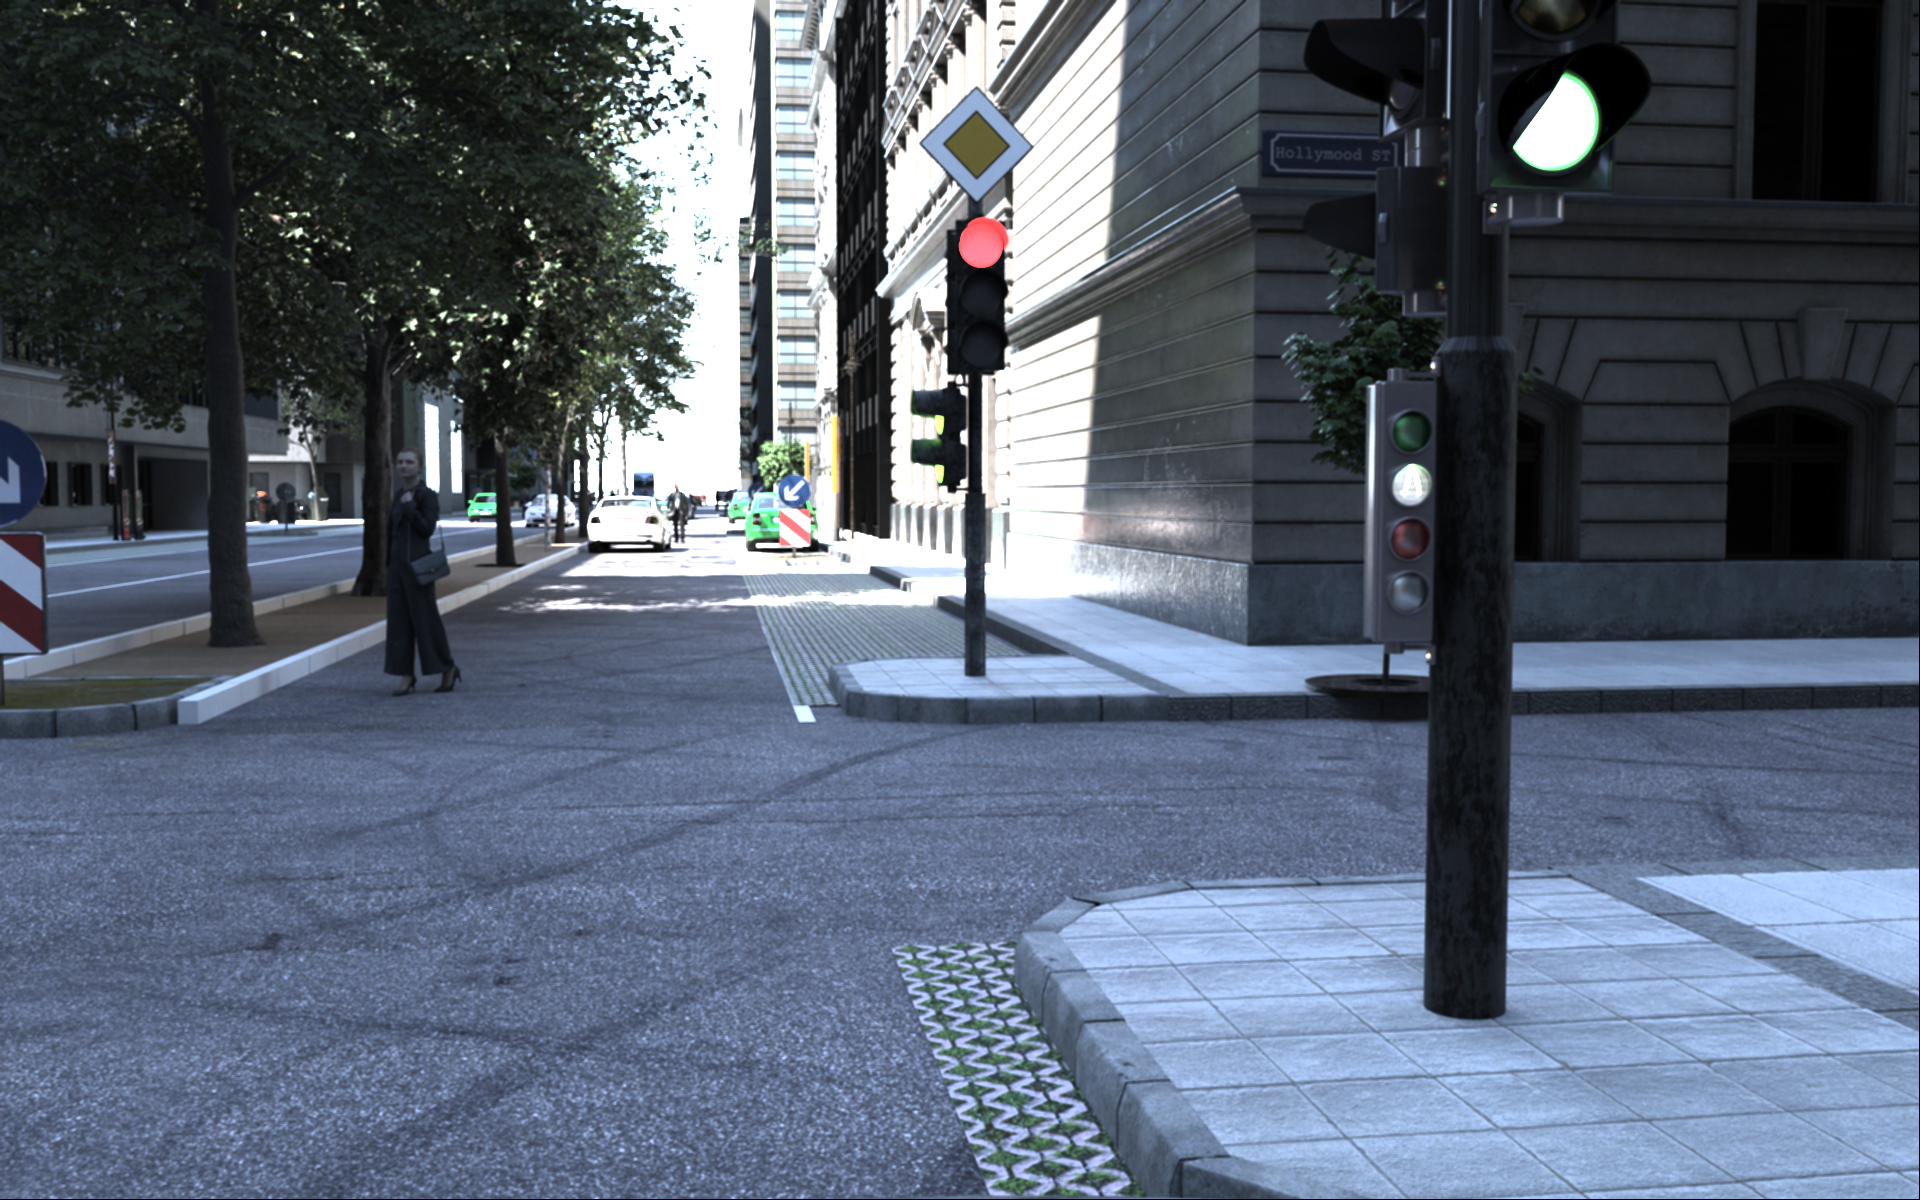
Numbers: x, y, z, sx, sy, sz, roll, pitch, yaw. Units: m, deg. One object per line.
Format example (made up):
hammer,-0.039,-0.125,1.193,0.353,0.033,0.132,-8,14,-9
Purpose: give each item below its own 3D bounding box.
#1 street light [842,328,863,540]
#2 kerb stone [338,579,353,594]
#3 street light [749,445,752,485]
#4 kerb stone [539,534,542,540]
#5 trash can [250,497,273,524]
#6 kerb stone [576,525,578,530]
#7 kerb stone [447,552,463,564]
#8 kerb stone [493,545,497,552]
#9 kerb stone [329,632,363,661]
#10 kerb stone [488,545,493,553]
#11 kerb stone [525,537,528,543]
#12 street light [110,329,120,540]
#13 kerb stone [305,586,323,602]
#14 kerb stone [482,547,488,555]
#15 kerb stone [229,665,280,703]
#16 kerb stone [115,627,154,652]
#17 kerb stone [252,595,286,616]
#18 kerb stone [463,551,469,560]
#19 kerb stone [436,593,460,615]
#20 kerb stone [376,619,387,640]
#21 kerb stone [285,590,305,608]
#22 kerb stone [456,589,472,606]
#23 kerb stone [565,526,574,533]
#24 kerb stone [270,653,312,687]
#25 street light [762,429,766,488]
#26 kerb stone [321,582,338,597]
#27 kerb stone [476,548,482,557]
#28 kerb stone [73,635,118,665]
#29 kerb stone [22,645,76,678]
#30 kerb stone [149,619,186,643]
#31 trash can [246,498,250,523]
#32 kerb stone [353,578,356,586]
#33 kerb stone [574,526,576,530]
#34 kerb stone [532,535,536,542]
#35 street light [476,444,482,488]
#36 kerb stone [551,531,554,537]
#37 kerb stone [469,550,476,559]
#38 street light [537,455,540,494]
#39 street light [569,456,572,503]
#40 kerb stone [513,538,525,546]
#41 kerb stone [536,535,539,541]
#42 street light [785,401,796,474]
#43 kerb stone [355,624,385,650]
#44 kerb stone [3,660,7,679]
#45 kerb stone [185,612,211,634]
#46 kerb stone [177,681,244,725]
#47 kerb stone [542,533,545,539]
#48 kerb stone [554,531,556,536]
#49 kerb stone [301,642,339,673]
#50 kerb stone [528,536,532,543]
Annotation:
street light,-3.010,-4.624,48.396,0.468,5.910,1.993,-1,4,-8
kerb stone,-8.999,-0.178,25.113,0.120,0.150,1.000,-1,4,-8
street light,-19.535,-11.559,161.771,0.468,5.910,1.993,-1,4,-8
kerb stone,-13.104,-1.918,53.548,0.120,0.150,1.000,-1,4,-8
trash can,-30.255,-3.894,75.317,0.748,1.137,0.748,0,3,0
kerb stone,-15.152,-2.786,67.778,0.120,0.150,1.000,-1,4,-8
kerb stone,-10.607,-0.862,36.297,0.120,0.150,1.000,-1,4,-8
kerb stone,-11.493,-1.235,42.395,0.120,0.150,1.000,-1,4,-8
kerb stone,-5.461,0.421,15.315,0.120,0.150,1.000,-1,4,-8
kerb stone,-11.349,-1.174,41.383,0.120,0.150,1.000,-1,4,-8
kerb stone,-12.529,-1.670,49.495,0.120,0.150,1.000,-1,4,-8
street light,-23.480,-4.601,48.012,0.468,5.910,1.993,-1,4,-8
kerb stone,-8.703,-0.050,23.080,0.120,0.150,1.000,-1,4,-8
kerb stone,-11.199,-1.108,40.373,0.120,0.150,1.000,-1,4,-8
kerb stone,-5.023,0.607,12.274,0.120,0.150,1.000,-1,4,-8
kerb stone,-7.680,0.382,15.973,0.120,0.150,1.000,-1,4,-8
kerb stone,-8.414,0.072,21.048,0.120,0.150,1.000,-1,4,-8
kerb stone,-10.757,-0.925,37.315,0.120,0.150,1.000,-1,4,-8
kerb stone,-6.337,0.049,21.388,0.120,0.150,1.000,-1,4,-8
kerb stone,-5.756,0.297,17.341,0.120,0.150,1.000,-1,4,-8
kerb stone,-8.557,0.008,22.068,0.120,0.150,1.000,-1,4,-8
kerb stone,-6.484,-0.011,22.408,0.120,0.150,1.000,-1,4,-8
kerb stone,-14.859,-2.659,65.743,0.120,0.150,1.000,-1,4,-8
kerb stone,-5.170,0.545,13.286,0.120,0.150,1.000,-1,4,-8
street light,-13.974,-9.252,124.057,0.468,5.910,1.993,-1,4,-8
kerb stone,-8.856,-0.116,24.095,0.120,0.150,1.000,-1,4,-8
kerb stone,-11.056,-1.049,39.354,0.120,0.150,1.000,-1,4,-8
kerb stone,-7.529,0.442,14.962,0.120,0.150,1.000,-1,4,-8
kerb stone,-7.386,0.505,13.942,0.120,0.150,1.000,-1,4,-8
kerb stone,-7.828,0.319,16.984,0.120,0.150,1.000,-1,4,-8
trash can,-31.495,-3.967,76.518,0.748,1.137,0.748,0,3,0
kerb stone,-9.152,-0.238,26.130,0.120,0.150,1.000,-1,4,-8
kerb stone,-15.013,-2.723,66.764,0.120,0.150,1.000,-1,4,-8
kerb stone,-12.810,-1.794,51.522,0.120,0.150,1.000,-1,4,-8
street light,-34.406,-9.231,123.720,0.468,5.910,1.993,-1,4,-8
kerb stone,-13.683,-2.166,57.616,0.120,0.150,1.000,-1,4,-8
kerb stone,-10.906,-0.988,38.343,0.120,0.150,1.000,-1,4,-8
street light,-40.769,-11.930,167.835,0.468,5.910,1.993,-1,4,-8
street light,-46.299,-14.259,205.928,0.468,5.910,1.993,-1,4,-8
kerb stone,-12.365,-1.604,48.486,0.120,0.150,1.000,-1,4,-8
kerb stone,-12.951,-1.856,52.538,0.120,0.150,1.000,-1,4,-8
street light,-8.426,-6.932,86.130,0.468,5.910,1.993,-1,4,-8
kerb stone,-5.606,0.359,16.327,0.120,0.150,1.000,-1,4,-8
kerb stone,-7.239,0.567,12.931,0.120,0.150,1.000,-1,4,-8
kerb stone,-7.970,0.261,18.007,0.120,0.150,1.000,-1,4,-8
kerb stone,-4.873,0.670,11.264,0.120,0.150,1.000,-1,4,-8
kerb stone,-13.242,-1.978,54.570,0.120,0.150,1.000,-1,4,-8
kerb stone,-13.983,-2.290,59.641,0.120,0.150,1.000,-1,4,-8
kerb stone,-5.316,0.483,14.303,0.120,0.150,1.000,-1,4,-8
kerb stone,-12.661,-1.728,50.508,0.120,0.150,1.000,-1,4,-8
